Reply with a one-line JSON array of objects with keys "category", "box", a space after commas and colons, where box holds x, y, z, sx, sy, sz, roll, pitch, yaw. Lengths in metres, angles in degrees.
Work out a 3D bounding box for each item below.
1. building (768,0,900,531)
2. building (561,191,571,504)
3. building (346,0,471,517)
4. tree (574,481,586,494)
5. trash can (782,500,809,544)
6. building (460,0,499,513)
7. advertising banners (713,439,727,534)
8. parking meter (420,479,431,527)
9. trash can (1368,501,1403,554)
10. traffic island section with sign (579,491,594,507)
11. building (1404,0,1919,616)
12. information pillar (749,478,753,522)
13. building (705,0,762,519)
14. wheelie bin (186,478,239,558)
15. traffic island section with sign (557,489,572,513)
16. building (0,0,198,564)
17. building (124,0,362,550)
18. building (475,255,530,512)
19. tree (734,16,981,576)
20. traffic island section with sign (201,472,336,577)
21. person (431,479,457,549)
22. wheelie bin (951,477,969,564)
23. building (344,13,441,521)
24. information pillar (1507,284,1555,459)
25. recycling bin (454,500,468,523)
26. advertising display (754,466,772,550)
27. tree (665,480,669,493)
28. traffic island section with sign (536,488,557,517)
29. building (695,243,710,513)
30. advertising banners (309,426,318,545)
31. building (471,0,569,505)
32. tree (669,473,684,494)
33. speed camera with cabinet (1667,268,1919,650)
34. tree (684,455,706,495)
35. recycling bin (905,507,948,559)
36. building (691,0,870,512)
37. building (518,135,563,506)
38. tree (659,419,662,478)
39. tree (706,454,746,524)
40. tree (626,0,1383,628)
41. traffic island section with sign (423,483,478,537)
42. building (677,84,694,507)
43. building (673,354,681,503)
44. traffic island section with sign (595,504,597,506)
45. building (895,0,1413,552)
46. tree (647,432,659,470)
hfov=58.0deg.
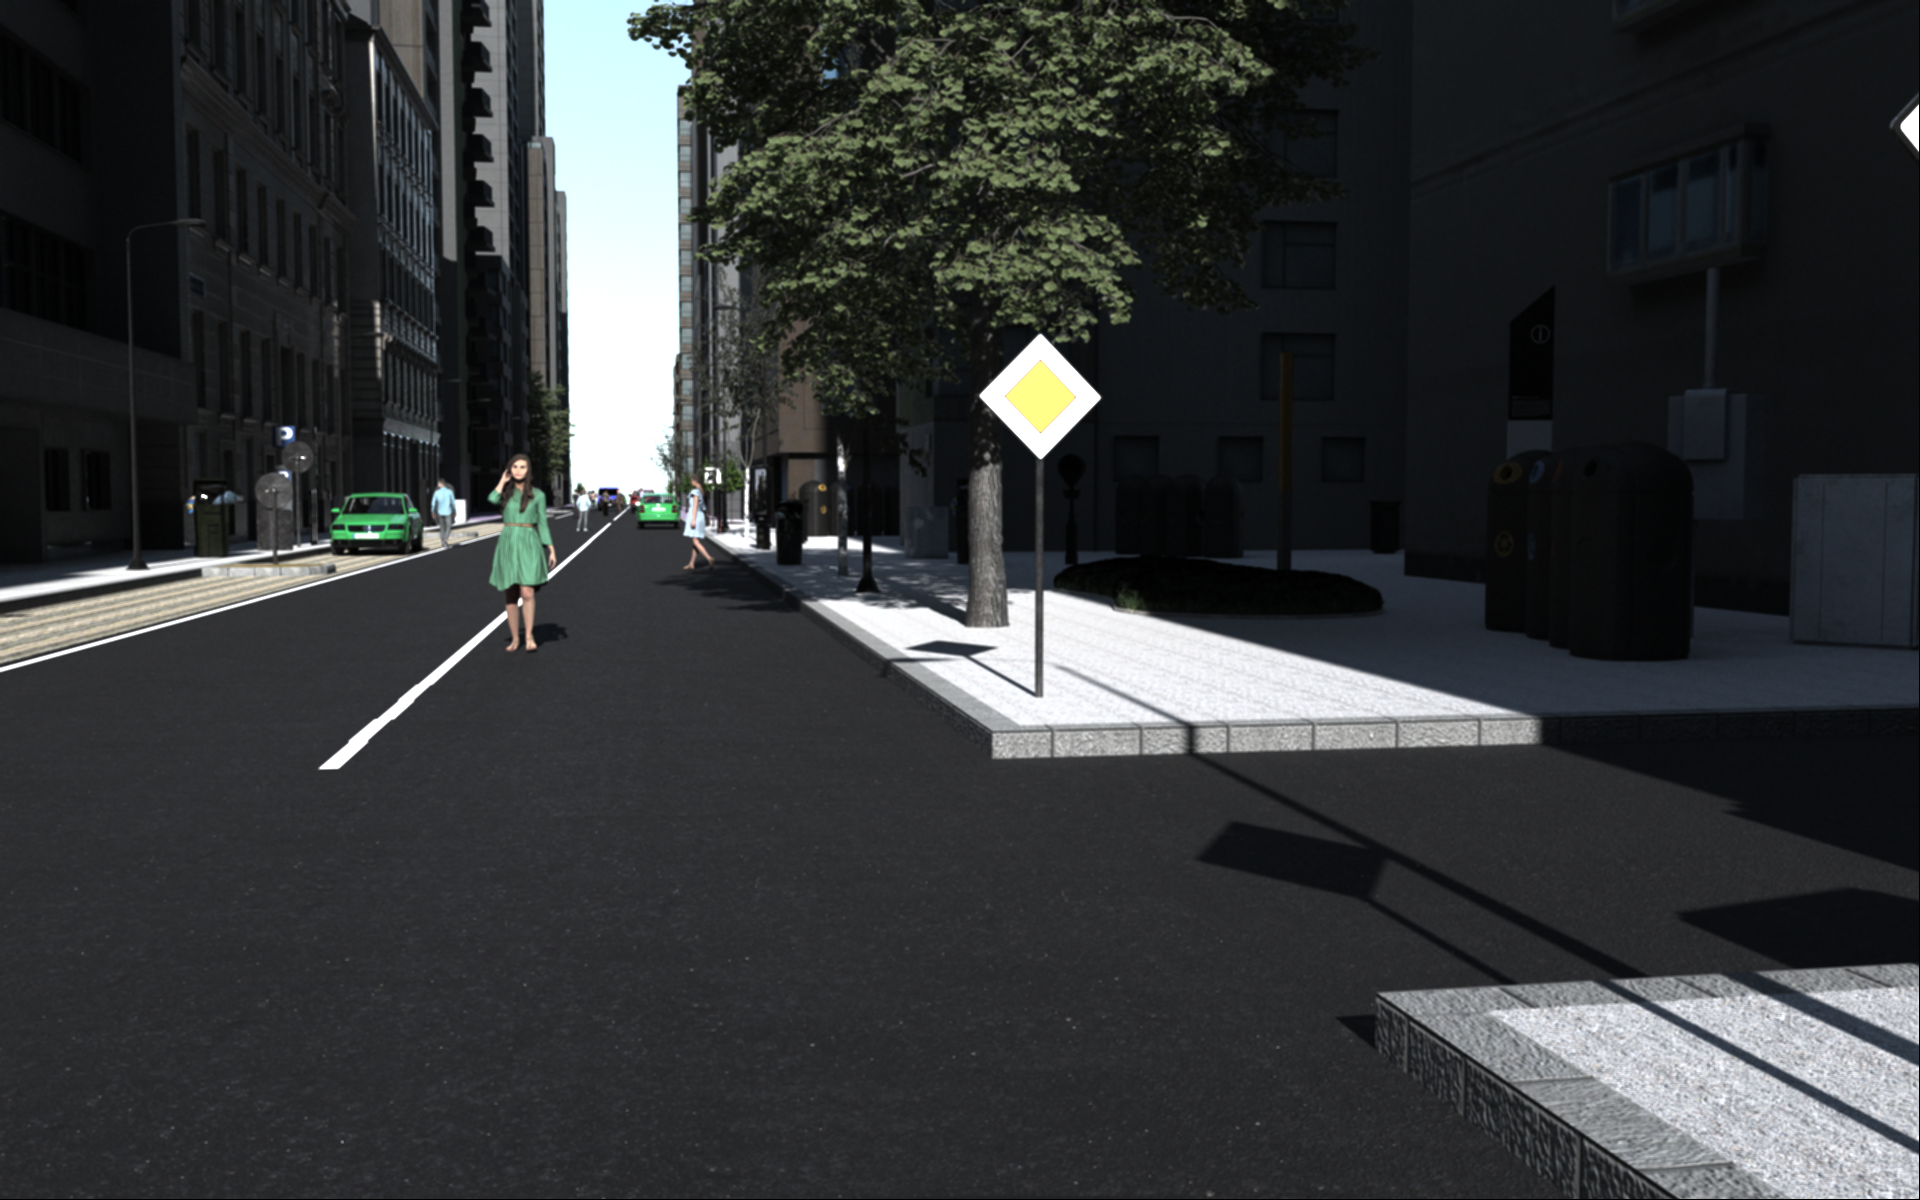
[{"category": "building", "box": [-0.667, -25.451, 66.229, 14.600, 45.320, 14.200, -1, 4, -10]}, {"category": "building", "box": [-58.465, -33.161, 225.777, 14.154, 41.232, 14.086, -1, 4, -10]}, {"category": "building", "box": [-33.098, -24.724, 87.835, 14.154, 41.232, 14.086, -1, 4, -10]}, {"category": "tree", "box": [-52.704, -15.000, 239.844, 1.663, 3.219, 1.824, 0, 3, 0]}, {"category": "trash can", "box": [-4.258, -2.036, 44.943, 0.748, 1.137, 0.748, 0, 3, 0]}, {"category": "building", "box": [-41.176, -27.748, 108.306, 22.147, 44.769, 28.867, -1, 4, -10]}, {"category": "advertising banners", "box": [-7.821, -3.680, 56.357, 0.090, 3.025, 2.074, 0, 4, 3]}, {"category": "parking meter", "box": [-20.710, -3.754, 67.091, 0.255, 1.863, 0.399, 0, 4, 7]}, {"category": "trash can", "box": [9.186, -1.576, 37.426, 0.748, 1.137, 0.748, 0, 3, 0]}, {"category": "traffic island section with sign", "box": [-40.946, -10.978, 188.116, 1.989, 1.847, 2.006, -1, 4, -10]}, {"category": "building", "box": [18.119, -24.449, 23.449, 21.600, 48.544, 21.300, -1, 4, -10]}, {"category": "information pillar", "box": [-9.655, -4.569, 79.194, 0.304, 2.012, 0.304, -1, 4, -14]}, {"category": "building", "box": [-4.402, -34.251, 102.007, 21.231, 58.520, 28.212, -1, 4, -10]}, {"category": "wheelie bin", "box": [-15.130, -1.663, 35.095, 0.980, 1.594, 0.693, -2, 4, -30]}, {"category": "traffic island section with sign", "box": [-31.128, -7.687, 134.312, 1.989, 1.847, 2.006, -1, 4, -10]}, {"category": "building", "box": [-21.185, -12.425, 22.212, 14.314, 24.678, 30.058, -1, 4, -10]}, {"category": "building", "box": [-25.547, -15.450, 49.873, 12.463, 27.353, 25.104, -1, 4, -10]}, {"category": "building", "box": [-49.349, -17.882, 137.404, 27.650, 21.520, 28.899, -1, 4, -10]}, {"category": "tree", "box": [-1.658, -4.678, 26.852, 4.360, 8.622, 3.978, 0, 3, 0]}, {"category": "traffic island section with sign", "box": [-12.284, -1.364, 30.924, 1.989, 1.847, 2.006, -1, 4, -10]}, {"category": "person", "box": [-13.658, -2.286, 45.732, 0.638, 1.841, 0.748, 0, 4, 4]}, {"category": "wheelie bin", "box": [0.286, -1.468, 31.902, 0.980, 1.594, 0.693, 1, 4, 10]}, {"category": "building", "box": [-27.770, -13.652, 72.358, 9.793, 20.994, 18.267, -1, 4, -10]}, {"category": "information pillar", "box": [6.416, -1.719, 19.468, 0.504, 3.616, 0.183, 1, 4, 9]}, {"category": "recycling bin", "box": [-22.437, -3.968, 77.437, 0.722, 1.027, 0.722, -1, 4, -9]}, {"category": "advertising display", "box": [-4.558, -2.131, 40.057, 0.123, 1.923, 0.974, -2, 4, -24]}, {"category": "tree", "box": [-31.987, -12.055, 191.705, 1.663, 3.219, 1.824, 0, 3, 0]}, {"category": "traffic island section with sign", "box": [-26.297, -6.065, 107.792, 1.989, 1.847, 2.006, -1, 4, -10]}, {"category": "building", "box": [-5.940, -17.646, 133.555, 27.650, 21.520, 28.899, -1, 4, -10]}, {"category": "advertising banners", "box": [-16.522, -2.943, 44.308, 0.090, 3.025, 2.074, -1, 4, -15]}, {"category": "building", "box": [-57.844, -47.017, 206.986, 20.563, 71.187, 20.611, -1, 4, -10]}, {"category": "tree", "box": [-21.742, -8.732, 137.377, 1.663, 3.219, 1.824, 0, 3, 0]}, {"category": "speed camera with cabinet", "box": [7.241, -1.261, 14.958, 2.038, 3.252, 0.660, 3, 5, 41]}, {"category": "tree", "box": [-12.780, -5.623, 86.534, 1.663, 3.219, 1.824, 0, 3, 0]}, {"category": "recycling bin", "box": [-0.666, -1.348, 34.597, 0.722, 1.027, 0.722, -1, 4, -17]}, {"category": "building", "box": [-16.396, -30.745, 152.791, 14.600, 45.320, 14.200, -1, 4, -10]}, {"category": "building", "box": [-51.975, -31.056, 191.367, 14.154, 41.232, 14.086, -1, 4, -10]}, {"category": "tree", "box": [-6.223, -6.127, 50.540, 4.360, 8.622, 3.978, 0, 3, 0]}, {"category": "tree", "box": [-9.991, -4.899, 74.704, 1.663, 3.219, 1.824, 0, 3, 0]}, {"category": "tree", "box": [0.554, -5.995, 16.143, 7.486, 12.596, 7.792, 0, 3, 0]}, {"category": "traffic island section with sign", "box": [-17.170, -3.008, 57.803, 1.989, 1.847, 2.006, -1, 4, -10]}, {"category": "building", "box": [-21.766, -30.216, 177.632, 14.154, 41.232, 14.086, -1, 4, -10]}, {"category": "building", "box": [-23.792, -23.528, 229.727, 27.650, 21.520, 28.899, -1, 4, -10]}, {"category": "traffic island section with sign", "box": [-45.823, -12.617, 214.908, 1.989, 1.847, 2.006, -1, 4, -10]}, {"category": "building", "box": [5.100, -22.100, 44.937, 14.154, 41.232, 14.086, -1, 4, -10]}, {"category": "tree", "box": [-27.823, -13.265, 167.245, 4.360, 8.622, 3.978, 0, 3, 0]}]
